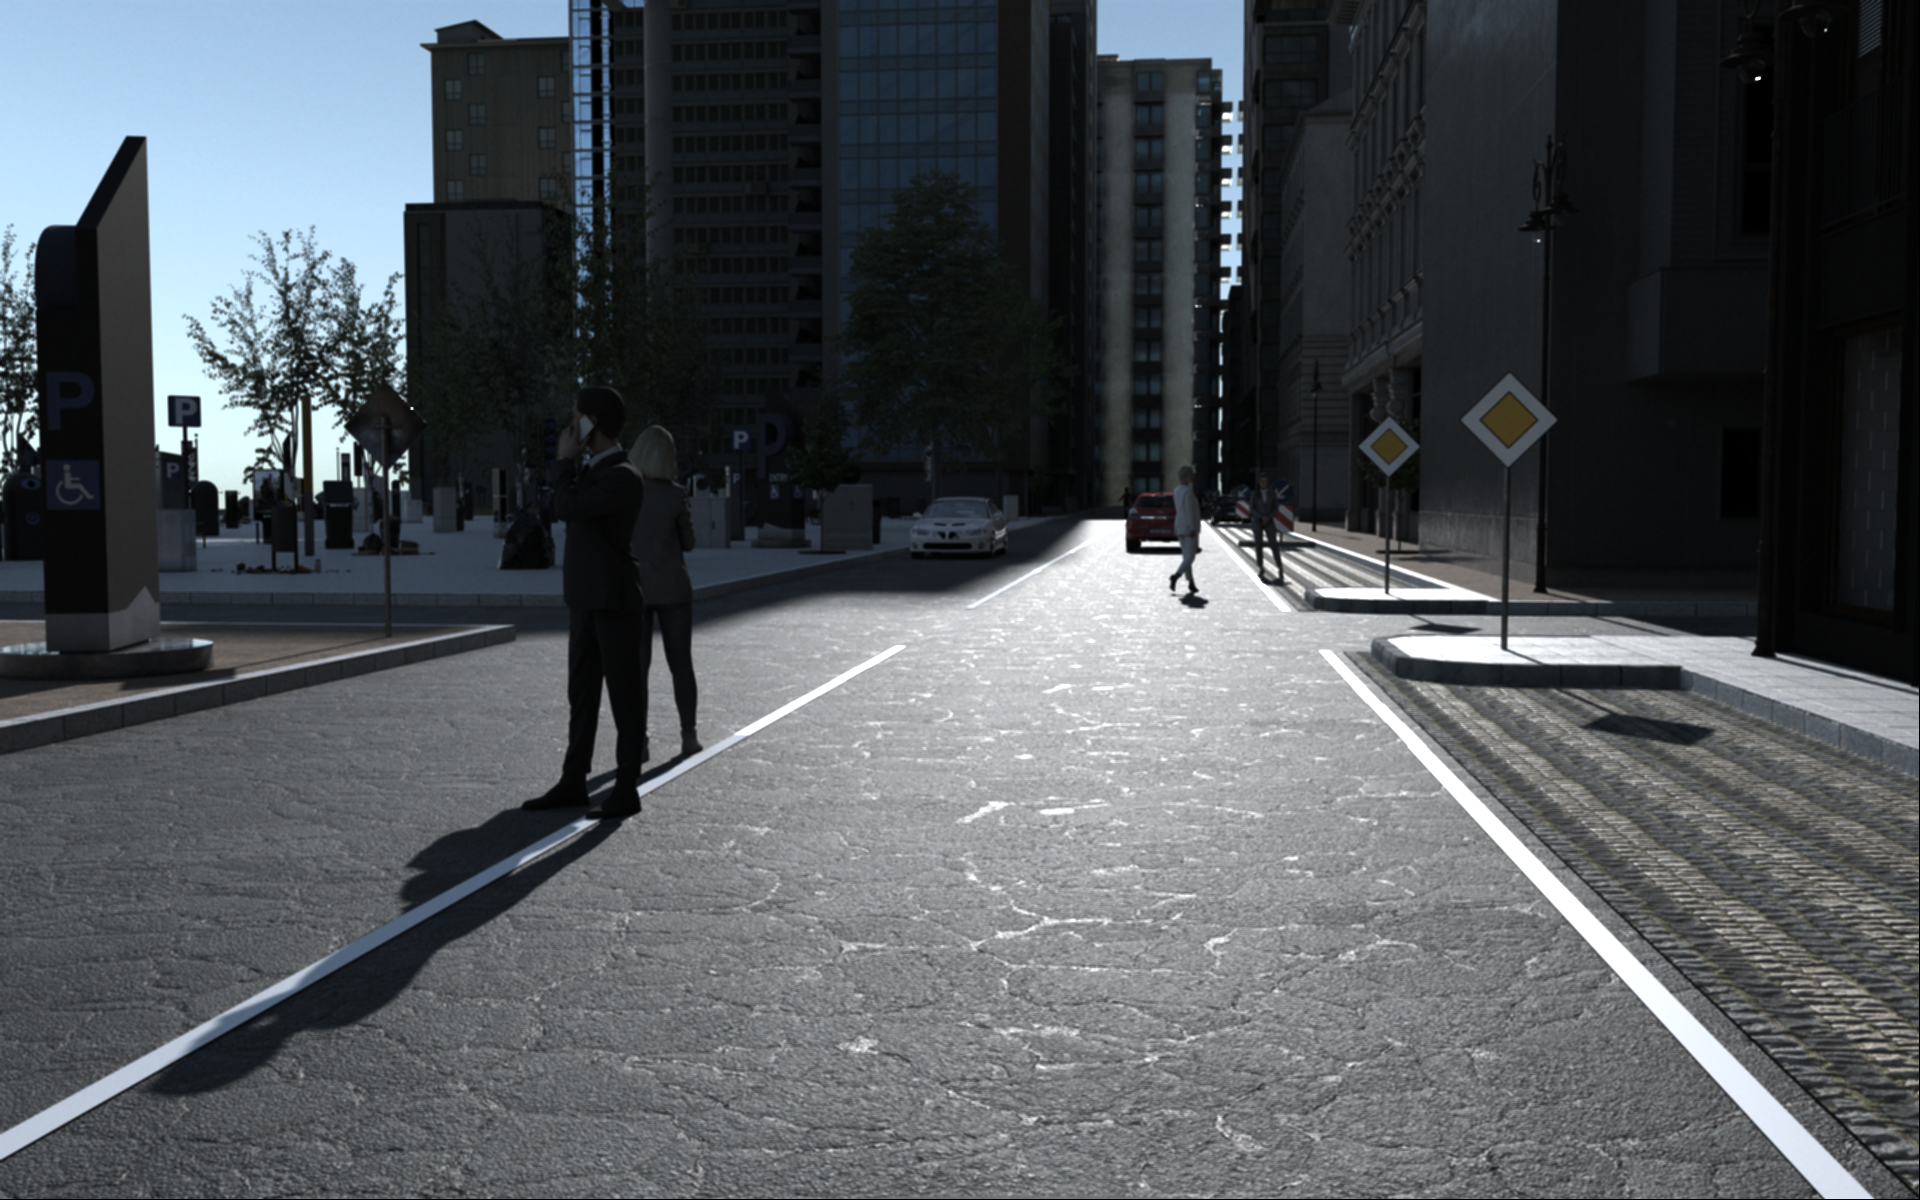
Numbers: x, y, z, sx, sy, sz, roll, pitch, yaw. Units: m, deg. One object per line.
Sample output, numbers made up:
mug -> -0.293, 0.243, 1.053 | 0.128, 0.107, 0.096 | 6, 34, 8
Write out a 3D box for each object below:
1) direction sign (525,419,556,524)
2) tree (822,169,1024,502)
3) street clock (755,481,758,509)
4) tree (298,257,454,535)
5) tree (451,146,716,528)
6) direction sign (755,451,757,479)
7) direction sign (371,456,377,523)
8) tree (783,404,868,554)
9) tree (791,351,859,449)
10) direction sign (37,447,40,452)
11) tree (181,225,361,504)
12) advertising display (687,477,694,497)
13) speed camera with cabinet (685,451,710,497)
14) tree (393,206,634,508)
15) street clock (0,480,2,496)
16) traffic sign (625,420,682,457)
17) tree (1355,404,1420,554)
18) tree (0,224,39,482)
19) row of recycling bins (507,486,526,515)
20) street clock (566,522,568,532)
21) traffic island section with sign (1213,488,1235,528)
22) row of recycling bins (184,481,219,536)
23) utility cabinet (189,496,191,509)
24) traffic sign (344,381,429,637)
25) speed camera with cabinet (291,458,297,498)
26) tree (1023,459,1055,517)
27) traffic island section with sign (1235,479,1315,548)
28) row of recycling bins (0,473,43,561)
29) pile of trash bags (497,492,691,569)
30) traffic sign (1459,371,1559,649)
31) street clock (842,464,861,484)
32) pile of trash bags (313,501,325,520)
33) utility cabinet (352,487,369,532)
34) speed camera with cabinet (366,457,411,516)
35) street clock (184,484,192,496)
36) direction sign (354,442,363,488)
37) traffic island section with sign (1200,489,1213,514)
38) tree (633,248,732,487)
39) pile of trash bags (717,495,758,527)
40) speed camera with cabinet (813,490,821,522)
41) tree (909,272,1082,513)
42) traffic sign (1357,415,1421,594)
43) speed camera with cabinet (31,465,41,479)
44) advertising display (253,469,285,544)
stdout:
direction sign -> -12.588, -3.673, 52.048 | 0.876, 3.537, 0.379 | 0, 4, -7
tree -> -1.178, -8.753, 61.246 | 7.486, 12.596, 7.792 | 0, 3, 0
street clock -> -11.051, -5.556, 95.410 | 0.358, 2.002, 0.471 | 2, 4, 33
tree -> -18.385, -6.320, 53.689 | 4.737, 8.622, 4.395 | 0, 3, 0
tree -> -7.624, -5.341, 37.686 | 4.737, 8.622, 4.395 | 0, 3, 0
direction sign -> -10.373, -5.984, 89.842 | 0.379, 3.537, 0.876 | -3, 4, -36
direction sign -> -25.903, -5.156, 76.297 | 0.379, 3.537, 0.876 | -1, 4, -21
tree -> -3.039, -2.616, 37.366 | 1.663, 3.219, 1.824 | 0, 3, 0
tree -> -6.849, -8.398, 87.673 | 4.360, 8.622, 3.978 | 0, 3, 0
direction sign -> -44.240, -5.630, 84.040 | 0.876, 3.537, 0.379 | -2, 4, -25
tree -> -18.354, -5.902, 46.862 | 4.360, 8.622, 3.978 | 0, 3, 0
advertising display -> -10.109, -3.656, 64.995 | 0.123, 1.923, 0.974 | -1, 4, -16
speed camera with cabinet -> -12.485, -5.182, 79.060 | 2.038, 3.252, 0.660 | -1, 4, -16
tree -> -11.374, -5.721, 43.902 | 4.360, 8.622, 3.978 | 0, 3, 0
street clock -> -48.114, -5.024, 86.719 | 0.358, 2.002, 0.471 | -2, 4, -35
traffic sign -> -4.137, -1.208, 23.396 | 0.795, 2.450, 0.064 | 0, 4, 7
tree -> 9.527, -2.626, 37.542 | 1.663, 3.219, 1.824 | 0, 3, 0
tree -> -26.164, -5.988, 48.260 | 4.360, 8.622, 3.978 | 0, 3, 0
row of recycling bins -> -22.505, -4.877, 86.859 | 1.069, 1.692, 3.534 | -2, 4, -23
street clock -> -12.632, -3.146, 55.999 | 0.471, 2.002, 0.358 | 3, 5, 43
traffic island section with sign -> 11.991, -4.019, 74.340 | 1.989, 1.847, 2.006 | 0, 4, 7
row of recycling bins -> -24.593, -2.817, 53.179 | 3.534, 1.692, 1.069 | 0, 4, -5
utility cabinet -> -25.788, -2.866, 58.023 | 0.306, 1.237, 1.020 | -1, 4, -13
traffic sign -> -5.121, -0.724, 15.472 | 0.795, 2.450, 0.064 | 0, 4, 7
speed camera with cabinet -> -36.118, -5.994, 92.346 | 0.660, 3.252, 2.038 | 2, 4, 31
tree -> 4.255, -6.227, 96.413 | 1.663, 3.219, 1.824 | 0, 3, 0
traffic island section with sign -> 8.606, -2.357, 47.159 | 1.989, 1.847, 2.006 | 0, 4, 7
row of recycling bins -> -17.819, -1.638, 33.899 | 1.069, 1.692, 3.534 | 3, 5, 45
pile of trash bags -> -6.343, -1.241, 30.042 | 3.447, 1.369, 1.912 | 1, 4, 9
traffic sign -> 4.497, -0.649, 14.261 | 0.795, 2.450, 0.064 | 0, 4, 7
street clock -> -2.594, -2.250, 41.355 | 0.358, 2.002, 0.471 | -3, 5, -41
pile of trash bags -> -32.045, -4.713, 86.818 | 1.912, 1.369, 3.447 | 1, 4, 10
utility cabinet -> -20.337, -3.054, 58.610 | 1.173, 1.500, 0.318 | 3, 4, 37
speed camera with cabinet -> -27.952, -5.528, 84.715 | 2.038, 3.252, 0.660 | 0, 4, 2
street clock -> -30.129, -3.856, 67.621 | 0.358, 2.002, 0.471 | 2, 4, 35
direction sign -> -26.112, -5.090, 75.225 | 0.379, 3.537, 0.876 | 0, 4, 2
traffic island section with sign -> 18.056, -7.010, 123.241 | 1.989, 1.847, 2.006 | 0, 4, 7
tree -> -8.564, -6.193, 51.626 | 4.360, 8.622, 3.978 | 0, 3, 0
pile of trash bags -> -9.538, -3.612, 68.814 | 3.447, 1.369, 1.912 | 0, 4, 6
speed camera with cabinet -> -5.838, -5.307, 81.112 | 2.038, 3.252, 0.660 | -1, 4, -19
tree -> 1.721, -9.571, 82.246 | 9.928, 11.665, 9.643 | 0, 3, 0
traffic sign -> 5.481, -1.134, 22.186 | 0.795, 2.450, 0.064 | 0, 4, 7
speed camera with cabinet -> -28.638, -3.749, 55.634 | 2.038, 3.252, 0.660 | -2, 4, -34
advertising display -> -17.772, -2.406, 44.547 | 0.974, 1.923, 0.123 | 2, 4, 25
